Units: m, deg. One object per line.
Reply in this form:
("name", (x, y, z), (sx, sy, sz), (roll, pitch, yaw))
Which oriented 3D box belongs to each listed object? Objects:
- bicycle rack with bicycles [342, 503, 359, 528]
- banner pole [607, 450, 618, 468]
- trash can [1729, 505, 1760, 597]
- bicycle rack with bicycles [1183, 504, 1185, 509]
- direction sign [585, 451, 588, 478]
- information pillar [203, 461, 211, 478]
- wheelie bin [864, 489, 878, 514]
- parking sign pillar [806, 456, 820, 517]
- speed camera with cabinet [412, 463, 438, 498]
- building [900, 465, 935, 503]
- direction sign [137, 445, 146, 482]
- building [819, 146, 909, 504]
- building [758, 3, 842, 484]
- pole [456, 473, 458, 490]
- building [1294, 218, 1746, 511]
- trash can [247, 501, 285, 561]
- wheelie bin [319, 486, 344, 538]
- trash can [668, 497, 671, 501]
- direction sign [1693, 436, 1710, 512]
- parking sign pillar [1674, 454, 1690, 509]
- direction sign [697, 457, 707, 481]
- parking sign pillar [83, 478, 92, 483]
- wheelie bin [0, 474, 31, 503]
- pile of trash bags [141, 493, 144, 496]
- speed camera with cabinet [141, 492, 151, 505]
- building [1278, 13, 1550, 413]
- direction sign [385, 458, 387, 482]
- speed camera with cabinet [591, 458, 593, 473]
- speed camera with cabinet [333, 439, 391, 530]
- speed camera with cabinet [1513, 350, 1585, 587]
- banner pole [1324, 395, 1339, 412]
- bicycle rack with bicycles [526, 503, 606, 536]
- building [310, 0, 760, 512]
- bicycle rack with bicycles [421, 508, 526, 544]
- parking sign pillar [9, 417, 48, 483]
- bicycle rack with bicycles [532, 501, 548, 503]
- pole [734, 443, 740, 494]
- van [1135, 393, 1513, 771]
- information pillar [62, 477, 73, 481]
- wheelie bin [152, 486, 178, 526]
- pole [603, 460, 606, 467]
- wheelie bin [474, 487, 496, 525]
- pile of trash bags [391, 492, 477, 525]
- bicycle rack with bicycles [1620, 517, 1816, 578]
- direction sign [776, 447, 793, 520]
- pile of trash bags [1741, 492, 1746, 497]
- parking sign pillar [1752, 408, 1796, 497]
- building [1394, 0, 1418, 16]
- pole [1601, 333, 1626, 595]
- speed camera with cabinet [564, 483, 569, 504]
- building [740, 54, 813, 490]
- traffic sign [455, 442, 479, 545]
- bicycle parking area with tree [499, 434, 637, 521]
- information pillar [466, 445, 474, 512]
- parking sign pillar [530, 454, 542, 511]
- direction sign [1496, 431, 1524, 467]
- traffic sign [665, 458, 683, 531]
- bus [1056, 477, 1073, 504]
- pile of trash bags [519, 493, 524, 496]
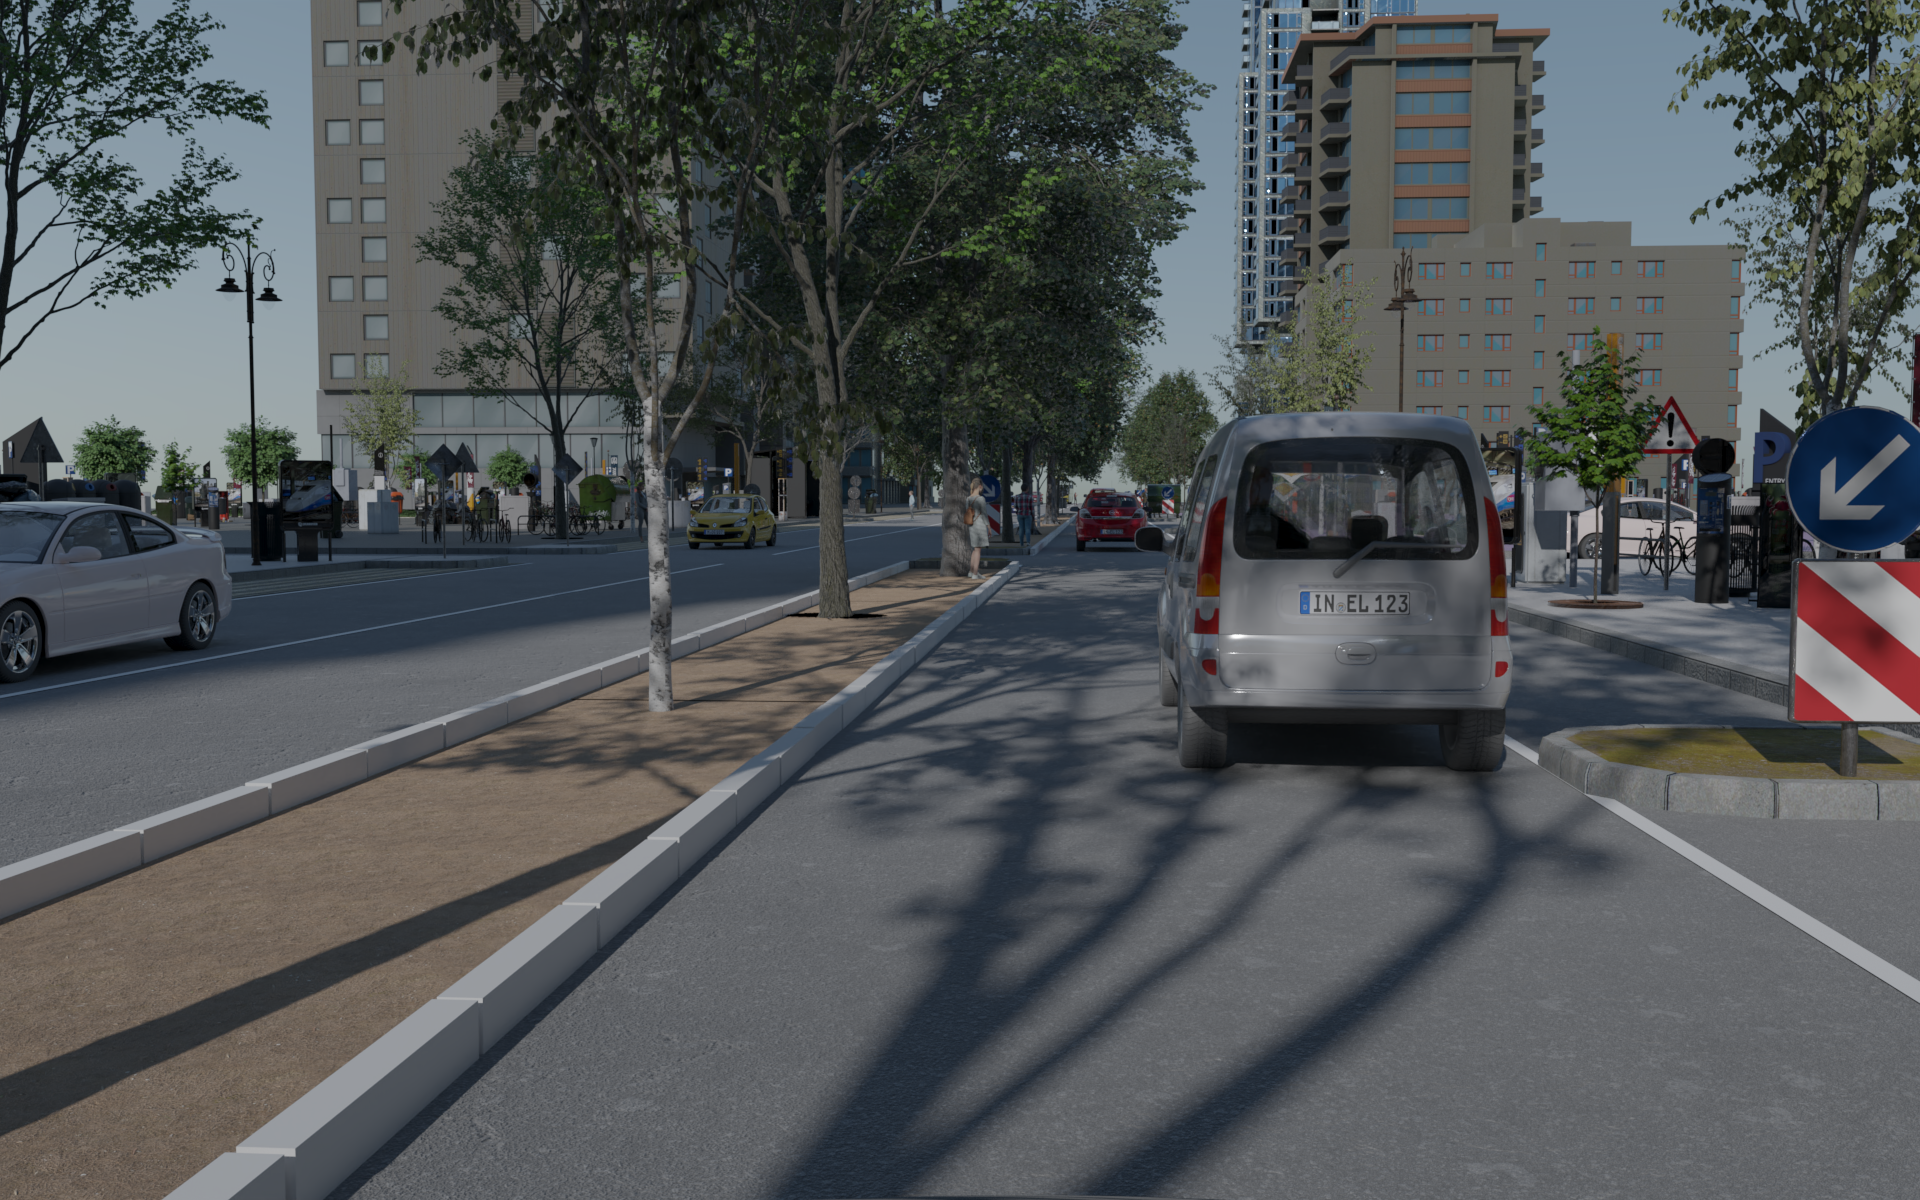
("bicycle rack with bicycles", (-23.140, -3.164, 65.107), (2.925, 0.926, 2.852), (-3, 4, -39))
("banner pole", (-19.679, -6.603, 97.973), (0.863, 3.779, 0.401), (1, 4, 21))
("trash can", (9.679, -0.616, 21.720), (0.748, 1.137, 0.748), (0, 3, 0))
("bicycle rack with bicycles", (15.925, -6.059, 112.439), (2.852, 0.926, 2.925), (3, 5, 41))
("direction sign", (-19.916, -6.136, 92.321), (0.379, 3.537, 0.876), (-1, 4, -20))
("information pillar", (-52.121, -7.865, 119.949), (0.504, 3.616, 0.183), (-1, 4, -10))
("wheelie bin", (-5.799, -6.418, 112.842), (0.980, 1.594, 0.693), (1, 4, 18))
("parking sign pillar", (-8.224, -6.757, 98.944), (1.447, 3.967, 1.447), (0, 4, -3))
("speed camera with cabinet", (-34.640, -7.204, 112.121), (0.660, 3.252, 2.038), (1, 4, 19))
("building", (-18.984, -25.346, 259.447), (27.650, 21.520, 28.899), (0, 4, 5))
("direction sign", (-35.753, -5.084, 75.113), (0.876, 3.537, 0.379), (0, 4, -2))
("building", (-19.370, -37.230, 228.310), (23.786, 49.044, 30.456), (0, 4, 5))
("building", (-22.533, -44.796, 170.669), (20.563, 71.187, 20.611), (0, 4, 5))
("pole", (-32.769, -7.279, 112.860), (0.158, 3.312, 0.155), (0, 3, 0))
("building", (41.768, -17.780, 135.735), (27.650, 21.520, 28.899), (0, 4, 5))
("trash can", (-13.267, -1.317, 33.192), (0.748, 1.137, 0.748), (0, 3, 0))
("wheelie bin", (-18.321, -2.595, 50.343), (0.693, 1.594, 0.980), (-2, 4, -33))
("trash can", (-12.655, -3.861, 74.774), (0.748, 1.137, 0.748), (0, 3, 0))
("direction sign", (28.707, -4.610, 67.362), (0.379, 3.537, 0.876), (-3, 4, -37))
("parking sign pillar", (45.822, -7.442, 110.151), (1.447, 3.967, 1.447), (-1, 4, -20))
("direction sign", (-15.936, -7.047, 107.209), (0.876, 3.537, 0.379), (3, 5, 40))
("parking sign pillar", (-36.917, -5.222, 73.857), (1.447, 3.967, 1.447), (0, 4, -4))
("wheelie bin", (-14.792, -1.163, 26.916), (0.980, 1.594, 0.693), (-3, 5, -45))
("pile of trash bags", (-44.093, -4.941, 90.530), (1.912, 1.369, 3.447), (1, 4, 22))
("speed camera with cabinet", (-56.814, -7.632, 119.113), (0.660, 3.252, 2.038), (3, 5, 43))
("building", (41.971, -31.150, 163.934), (22.147, 44.769, 28.867), (0, 4, 5))
("direction sign", (-36.021, -7.100, 108.078), (0.876, 3.537, 0.379), (2, 4, 34))
("speed camera with cabinet", (-19.381, -6.126, 94.496), (2.038, 3.252, 0.660), (1, 4, 21))
("speed camera with cabinet", (-21.330, -4.124, 61.766), (2.038, 3.252, 0.660), (1, 4, 16))
("speed camera with cabinet", (8.363, -1.852, 24.609), (0.660, 3.252, 2.038), (0, 4, 7))
("banner pole", (9.349, -3.279, 43.625), (0.401, 3.779, 0.863), (3, 5, 42))
("bicycle rack with bicycles", (-12.331, -2.488, 54.063), (2.852, 0.926, 2.925), (3, 5, 45))
("building", (-30.750, -33.235, 132.638), (28.713, 52.752, 27.495), (0, 4, 5))
("bicycle rack with bicycles", (-13.139, -1.986, 45.856), (2.852, 0.926, 2.925), (-1, 4, -19))
("parking sign pillar", (-32.564, -4.396, 60.351), (1.447, 3.967, 1.447), (-1, 4, -8))
("bicycle rack with bicycles", (-16.170, -3.425, 69.381), (2.852, 0.926, 2.925), (-1, 4, -10))
("pole", (-8.951, -4.629, 69.531), (0.158, 3.312, 0.155), (0, 3, 0))
("van", (2.070, -0.205, 10.366), (2.013, 2.044, 4.112), (0, 4, 4))
("information pillar", (-38.739, -4.329, 75.263), (0.304, 2.012, 0.304), (1, 4, 18))
("wheelie bin", (-29.339, -3.430, 63.987), (0.980, 1.594, 0.693), (0, 4, -4))
("pole", (-21.210, -6.696, 103.315), (0.158, 3.312, 0.155), (0, 3, 0))
("wheelie bin", (-20.005, -3.985, 73.062), (0.693, 1.594, 0.980), (1, 4, 16))
("pile of trash bags", (-22.376, -3.868, 72.992), (3.447, 1.369, 1.912), (-3, 5, -42))
("bicycle rack with bicycles", (11.379, -0.822, 26.828), (2.852, 0.926, 2.925), (0, 4, -5))
("direction sign", (-8.552, -5.653, 84.418), (0.876, 3.537, 0.379), (-2, 4, -32))
("pile of trash bags", (42.794, -5.068, 92.616), (1.912, 1.369, 3.447), (0, 4, -5))
("parking sign pillar", (25.371, -4.002, 53.910), (1.447, 3.967, 1.447), (-2, 4, -28))
("building", (46.925, -55.721, 223.712), (22.319, 86.520, 31.000), (0, 4, 5))
("pole", (8.326, -1.728, 22.095), (0.158, 3.312, 0.155), (0, 3, 0))
("speed camera with cabinet", (-23.036, -6.478, 100.249), (0.660, 3.252, 2.038), (-1, 4, -19))
("building", (-21.106, -28.735, 153.415), (14.154, 41.232, 14.086), (0, 4, 5))
("traffic sign", (-12.443, -2.652, 43.364), (0.884, 2.594, 0.081), (1, 4, 14))
("bicycle parking area with tree", (-18.844, -6.016, 85.359), (9.016, 4.147, 8.231), (1, 4, 23))
("information pillar", (-23.435, -5.594, 82.823), (0.183, 3.616, 0.504), (-3, 5, -42))
("parking sign pillar", (-28.579, -7.844, 116.729), (1.447, 3.967, 1.447), (-2, 4, -27))
("direction sign", (19.781, -4.296, 62.235), (0.876, 3.537, 0.379), (1, 4, 12))
("traffic sign", (-10.016, -3.686, 60.367), (0.768, 2.556, 0.104), (1, 4, 11))
("bus", (14.441, -15.450, 244.160), (2.896, 3.916, 12.252), (0, 4, 7))
("pile of trash bags", (-28.622, -5.933, 106.763), (3.447, 1.369, 1.912), (-1, 4, -22))
